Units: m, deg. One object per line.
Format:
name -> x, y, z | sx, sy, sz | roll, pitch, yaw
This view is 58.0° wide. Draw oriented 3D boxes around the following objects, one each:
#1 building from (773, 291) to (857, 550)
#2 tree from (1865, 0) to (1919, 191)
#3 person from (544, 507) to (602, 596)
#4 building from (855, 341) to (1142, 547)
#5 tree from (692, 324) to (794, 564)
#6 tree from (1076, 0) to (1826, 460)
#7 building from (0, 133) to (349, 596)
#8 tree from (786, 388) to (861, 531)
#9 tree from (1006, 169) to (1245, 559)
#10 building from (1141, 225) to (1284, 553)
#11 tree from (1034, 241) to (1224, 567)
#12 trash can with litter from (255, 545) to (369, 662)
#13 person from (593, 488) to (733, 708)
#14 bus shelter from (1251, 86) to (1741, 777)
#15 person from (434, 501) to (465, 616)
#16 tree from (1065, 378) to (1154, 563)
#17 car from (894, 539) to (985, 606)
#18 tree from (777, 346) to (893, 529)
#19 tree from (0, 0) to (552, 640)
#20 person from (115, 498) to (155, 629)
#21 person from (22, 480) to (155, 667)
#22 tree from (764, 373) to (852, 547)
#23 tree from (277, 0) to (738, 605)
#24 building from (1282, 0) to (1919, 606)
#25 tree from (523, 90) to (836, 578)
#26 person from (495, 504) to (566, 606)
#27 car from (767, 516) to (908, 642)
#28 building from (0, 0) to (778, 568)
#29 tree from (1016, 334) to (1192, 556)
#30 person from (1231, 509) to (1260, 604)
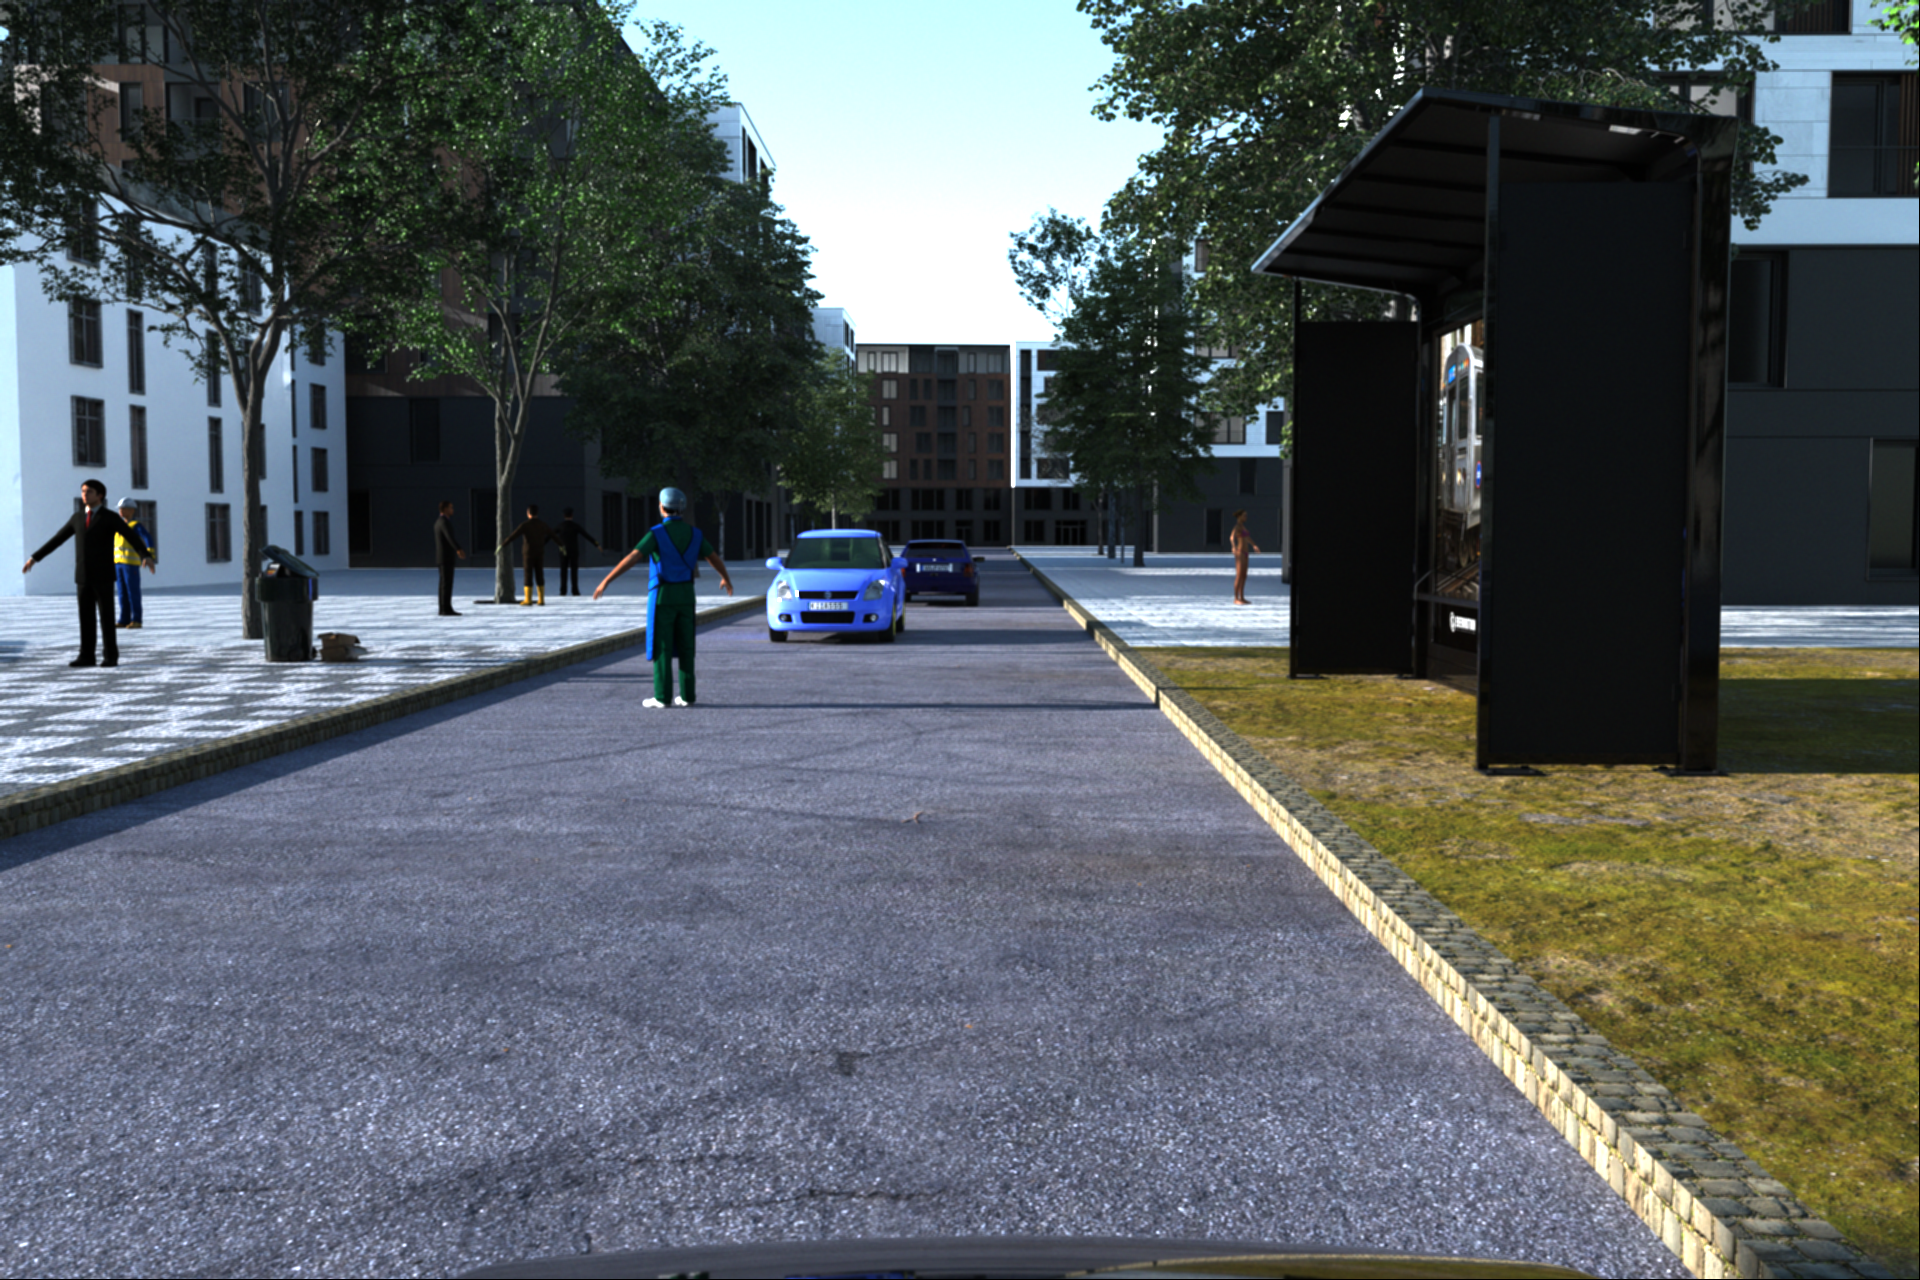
building -> -24.474, -18.992, 154.492 | 27.936, 21.610, 32.646 | 0, 4, 1
tree -> 9.436, -5.274, 11.984 | 9.928, 11.665, 9.643 | 0, 3, 0
person -> -8.132, -1.841, 36.036 | 1.347, 1.837, 0.705 | 0, 4, -5
building -> 2.433, -21.365, 195.754 | 32.646, 21.610, 27.936 | 0, 4, -4
tree -> -8.489, -6.699, 59.895 | 4.360, 8.622, 3.978 | 0, 3, 0
tree -> 6.323, -7.151, 23.575 | 9.857, 13.997, 8.962 | 0, 3, 0
building -> -23.511, -6.577, 49.682 | 9.099, 9.664, 28.070 | 0, 4, 1
tree -> -7.081, -8.282, 85.774 | 4.737, 8.622, 4.395 | 0, 3, 0
tree -> 9.093, -14.258, 89.001 | 12.611, 20.169, 13.585 | 0, 3, 0
building -> 27.458, -17.551, 130.940 | 27.936, 21.610, 32.646 | 0, 4, 1
tree -> 6.634, -9.154, 67.794 | 7.486, 12.596, 7.792 | 0, 3, 0
trash can with litter -> -6.539, -0.374, 17.504 | 1.055, 1.170, 0.624 | 0, 4, 1
person -> -2.407, -0.355, 14.395 | 1.347, 1.817, 0.704 | -3, 5, -43
bus shelter -> 3.355, -1.281, 12.229 | 1.731, 3.624, 6.357 | 0, 4, 1
person -> -8.063, -1.287, 27.267 | 0.704, 1.802, 1.346 | -2, 4, -29
tree -> 7.363, -7.696, 76.192 | 4.360, 8.622, 3.978 | 0, 3, 0
car -> -0.465, -1.417, 35.743 | 1.945, 1.354, 3.894 | 0, 4, 1
tree -> -7.917, -11.451, 105.357 | 7.486, 12.596, 7.792 | 0, 3, 0
tree -> -8.700, -5.267, 20.536 | 8.767, 10.594, 7.601 | 0, 4, 6
person -> -11.371, -1.044, 23.531 | 1.216, 1.772, 0.721 | 2, 4, 24
person -> -8.386, -0.647, 16.764 | 1.347, 1.806, 0.705 | 0, 4, 7
tree -> -7.157, -7.686, 76.023 | 4.737, 8.622, 4.395 | 0, 3, 0
tree -> -8.263, -6.486, 31.799 | 9.928, 11.665, 9.643 | 0, 3, 0
building -> 22.335, -12.391, 46.562 | 27.936, 21.610, 32.646 | 0, 4, 1
tree -> -7.934, -8.791, 50.394 | 9.857, 13.997, 8.962 | 0, 3, 0
person -> -7.655, -1.523, 31.035 | 1.346, 1.812, 0.704 | -3, 4, -37
car -> -1.671, -0.888, 24.114 | 1.945, 1.707, 3.694 | 0, 4, 1
building -> -24.309, -14.460, 80.391 | 27.936, 21.610, 32.646 | 0, 4, 1
tree -> 8.297, -11.764, 102.708 | 12.009, 13.543, 11.850 | 0, 3, 0
person -> 5.244, -1.531, 31.828 | 0.721, 1.733, 1.217 | 2, 4, 30
